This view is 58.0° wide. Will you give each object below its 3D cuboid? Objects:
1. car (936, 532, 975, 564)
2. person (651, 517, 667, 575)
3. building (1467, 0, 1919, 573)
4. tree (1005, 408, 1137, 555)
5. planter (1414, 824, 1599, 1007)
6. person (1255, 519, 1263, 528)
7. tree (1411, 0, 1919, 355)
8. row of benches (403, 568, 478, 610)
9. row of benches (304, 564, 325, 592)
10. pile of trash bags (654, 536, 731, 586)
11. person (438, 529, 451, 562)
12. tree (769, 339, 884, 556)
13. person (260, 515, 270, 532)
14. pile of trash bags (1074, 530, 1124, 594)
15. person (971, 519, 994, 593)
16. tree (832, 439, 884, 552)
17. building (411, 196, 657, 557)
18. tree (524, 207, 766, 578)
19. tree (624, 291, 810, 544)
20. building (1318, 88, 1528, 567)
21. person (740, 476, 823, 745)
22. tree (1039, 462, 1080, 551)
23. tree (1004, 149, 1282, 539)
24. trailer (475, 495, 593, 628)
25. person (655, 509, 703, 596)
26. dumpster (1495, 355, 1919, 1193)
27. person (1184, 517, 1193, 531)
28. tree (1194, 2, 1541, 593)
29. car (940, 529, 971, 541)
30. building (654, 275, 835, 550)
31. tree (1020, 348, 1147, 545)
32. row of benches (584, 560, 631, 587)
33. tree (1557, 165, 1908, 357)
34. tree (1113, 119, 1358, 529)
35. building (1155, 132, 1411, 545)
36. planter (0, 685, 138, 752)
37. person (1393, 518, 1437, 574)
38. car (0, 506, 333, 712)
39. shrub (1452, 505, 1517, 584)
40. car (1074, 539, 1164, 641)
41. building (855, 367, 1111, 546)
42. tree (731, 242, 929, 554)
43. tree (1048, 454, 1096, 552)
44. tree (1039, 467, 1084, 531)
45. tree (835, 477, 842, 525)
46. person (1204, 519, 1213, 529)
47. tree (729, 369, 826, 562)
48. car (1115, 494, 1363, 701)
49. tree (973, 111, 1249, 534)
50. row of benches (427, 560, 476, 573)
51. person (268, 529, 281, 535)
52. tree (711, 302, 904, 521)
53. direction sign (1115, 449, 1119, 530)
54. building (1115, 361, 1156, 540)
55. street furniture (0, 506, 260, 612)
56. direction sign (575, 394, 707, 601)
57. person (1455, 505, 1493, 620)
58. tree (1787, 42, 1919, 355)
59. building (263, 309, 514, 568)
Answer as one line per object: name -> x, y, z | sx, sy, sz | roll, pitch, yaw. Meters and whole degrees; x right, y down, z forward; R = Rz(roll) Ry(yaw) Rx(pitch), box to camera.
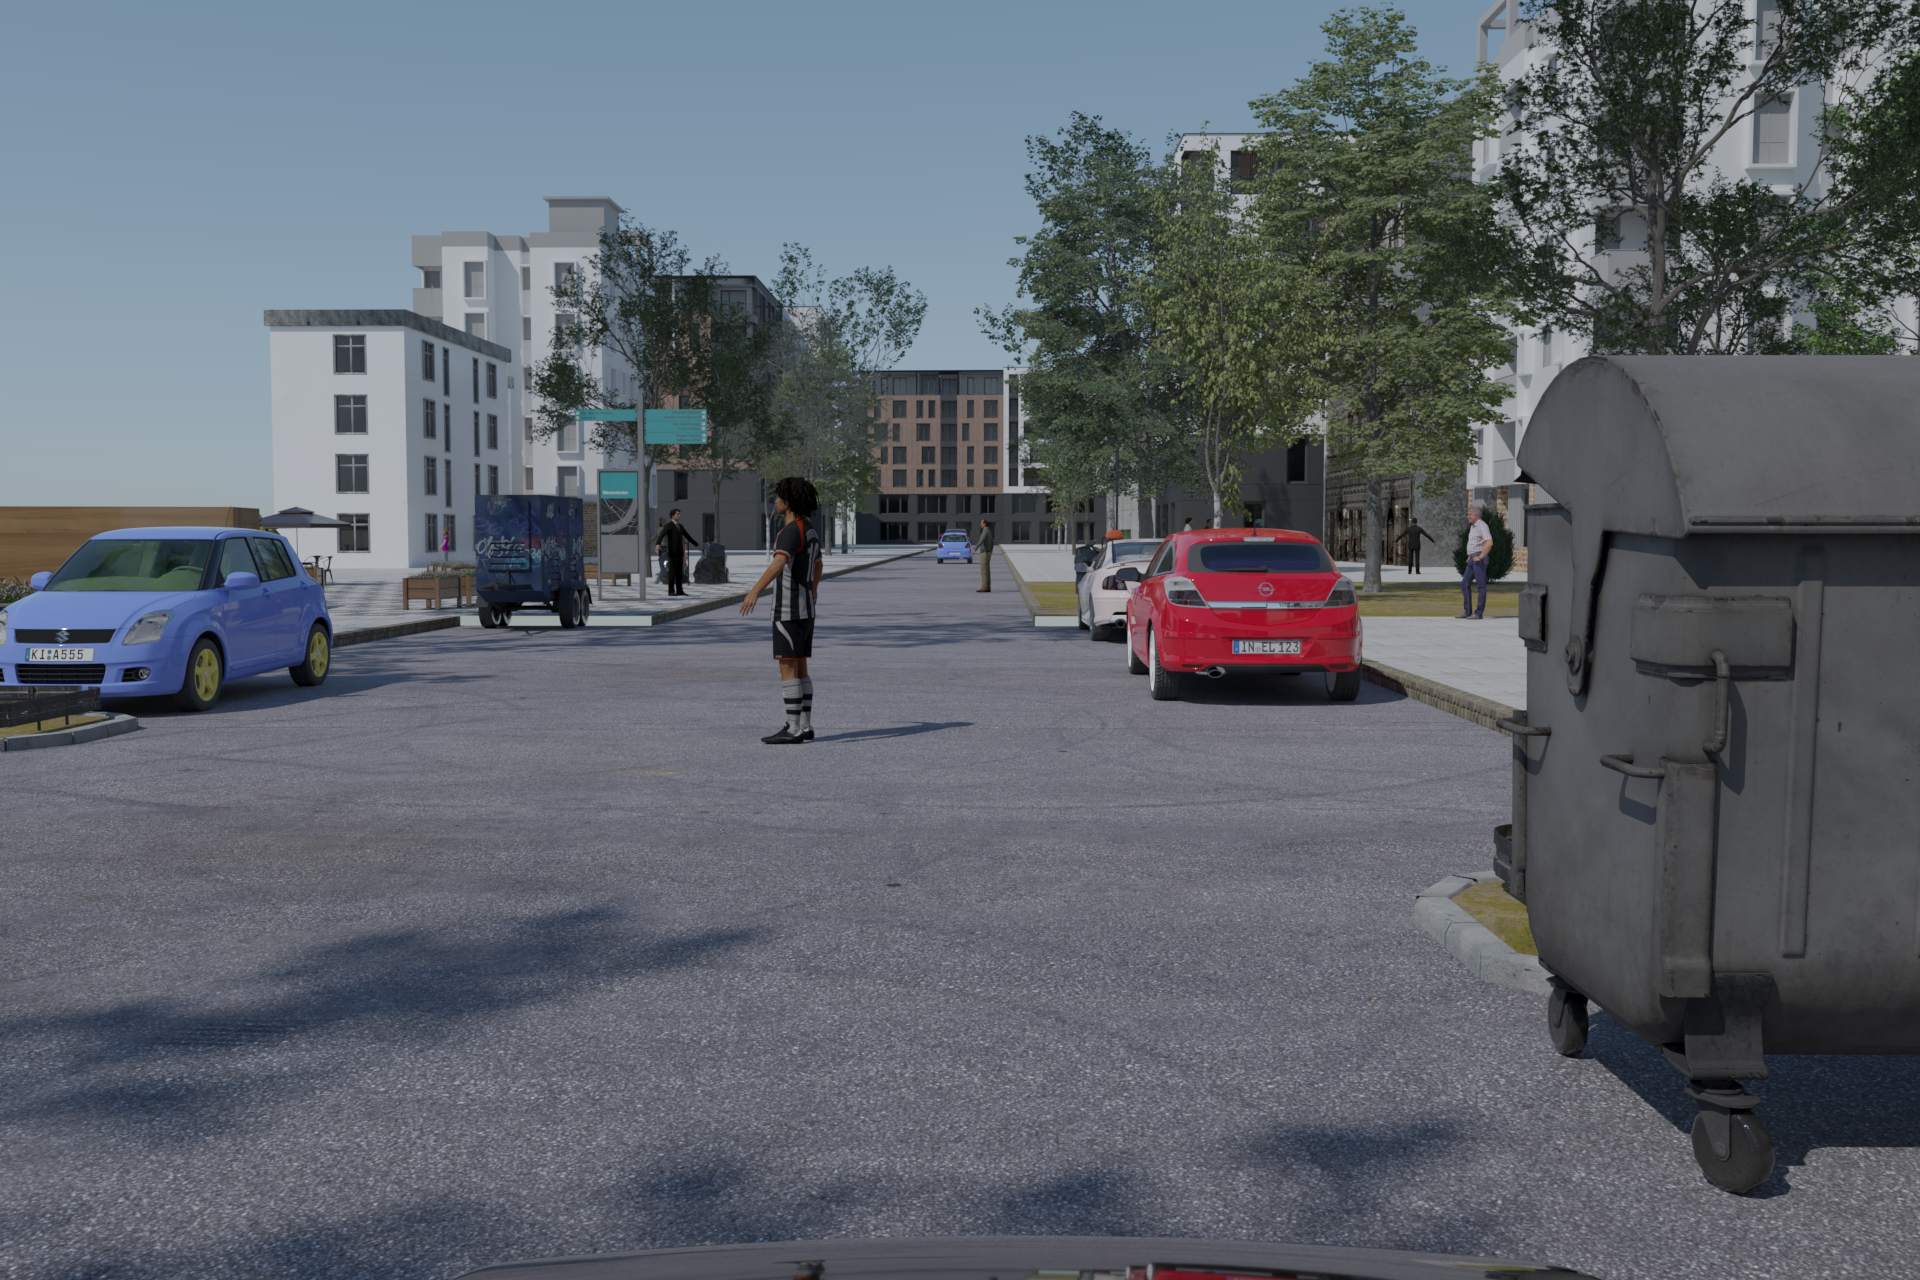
car -> -0.236, -4.579, 84.450 | 1.945, 1.707, 3.694 | 0, 4, 1
person -> -9.245, -2.913, 53.762 | 0.705, 1.813, 1.348 | -3, 5, -44
building -> 23.674, -12.540, 61.446 | 16.016, 20.090, 11.380 | 0, 4, 2
tree -> 7.007, -10.479, 105.742 | 8.767, 10.594, 7.601 | 0, 3, 0
planter -> 2.672, 0.925, 6.024 | 1.991, 0.319, 1.994 | 0, 4, 1
person -> 10.492, -3.336, 60.662 | 0.704, 1.817, 1.347 | -1, 4, -12
tree -> 9.393, -5.360, 22.041 | 7.601, 10.594, 8.767 | -1, 4, -23
row of benches -> -8.912, -0.950, 31.001 | 1.422, 0.672, 4.104 | 0, 4, 5
row of benches -> -16.056, -1.362, 37.733 | 4.104, 0.672, 1.422 | 0, 4, -7
pile of trash bags -> -6.963, -2.122, 44.448 | 1.912, 1.369, 3.447 | 0, 4, 1
person -> -15.345, -2.580, 51.444 | 0.599, 1.433, 0.991 | 0, 4, -5
tree -> -8.143, -11.212, 101.435 | 7.486, 12.596, 7.792 | 0, 3, 0
person -> -16.478, -2.086, 40.572 | 1.216, 1.772, 0.721 | -3, 5, -40
pile of trash bags -> 3.386, -1.672, 37.082 | 1.912, 1.369, 3.447 | 0, 4, 0
person -> 0.597, -2.067, 42.530 | 0.705, 1.796, 1.348 | 1, 4, 21
tree -> -7.755, -10.570, 123.178 | 4.360, 8.622, 3.978 | 0, 3, 0
building -> -24.664, -14.801, 98.422 | 16.016, 20.090, 11.380 | 0, 4, 1
tree -> -9.433, -7.103, 50.539 | 8.767, 10.594, 7.601 | 2, 4, 35
tree -> -9.447, -8.012, 65.413 | 8.767, 10.594, 7.601 | 2, 4, 34
building -> 26.875, -14.927, 74.982 | 19.493, 23.208, 18.063 | 0, 4, 1
person -> -1.169, -0.202, 11.911 | 0.704, 1.843, 1.345 | 1, 4, 14
tree -> 7.848, -11.197, 133.436 | 4.737, 8.622, 4.395 | 0, 3, 0
tree -> 6.003, -9.163, 56.475 | 9.857, 13.997, 8.962 | 0, 3, 0
trailer -> -6.541, -1.151, 25.865 | 1.471, 1.999, 3.904 | 0, 4, 1
person -> -5.855, -1.811, 35.803 | 0.705, 1.806, 1.347 | 2, 4, 34
dumpster -> 2.381, 0.244, 4.229 | 1.865, 1.857, 1.264 | 0, 4, 1
person -> 7.217, -2.951, 54.436 | 0.705, 1.806, 1.347 | 0, 4, 2
tree -> 8.958, -7.347, 38.243 | 7.486, 12.596, 7.792 | 0, 3, 0
car -> -0.307, -7.145, 125.501 | 2.281, 1.827, 5.304 | 0, 4, 1
building -> -26.396, -18.921, 153.340 | 27.936, 21.610, 32.646 | 0, 4, 1
tree -> 6.954, -10.404, 95.860 | 9.928, 11.665, 9.643 | 0, 3, 0
row of benches -> -10.040, -1.710, 43.416 | 4.104, 0.672, 1.422 | 2, 4, 30
tree -> 19.620, -6.659, 43.294 | 8.767, 10.594, 7.601 | 0, 4, -1
tree -> 4.977, -4.976, 31.724 | 4.737, 8.622, 4.395 | 0, 3, 0
building -> 25.566, -15.946, 104.696 | 27.936, 21.610, 32.646 | 0, 4, 1
planter -> -7.015, 0.547, 12.204 | 1.991, 0.319, 1.994 | 0, 4, 1
person -> 14.465, -2.990, 55.115 | 1.346, 1.802, 0.704 | 2, 4, 23
car -> -6.901, -0.337, 15.100 | 1.945, 1.707, 3.694 | 0, 4, 1
shrub -> 13.537, -2.486, 44.687 | 1.661, 2.075, 1.752 | 0, 3, 0
car -> 2.682, -0.744, 24.521 | 2.083, 1.381, 4.827 | 0, 4, 1
building -> 3.785, -23.105, 224.192 | 32.646, 21.610, 27.936 | 0, 4, 3
tree -> -8.755, -15.761, 113.583 | 12.611, 20.169, 13.585 | 0, 3, 0
tree -> 7.568, -10.791, 126.788 | 4.360, 8.622, 3.978 | 0, 3, 0
tree -> 7.759, -10.437, 121.013 | 4.737, 8.622, 4.395 | 0, 3, 0
tree -> -19.147, -19.399, 223.836 | 9.857, 13.997, 8.962 | 0, 3, 0
person -> 8.764, -3.340, 60.741 | 0.704, 1.812, 1.346 | 3, 5, 40
tree -> -8.896, -7.816, 78.160 | 4.360, 8.622, 3.978 | 0, 3, 0
car -> 2.577, -0.450, 16.396 | 2.155, 1.783, 4.494 | 0, 4, 1
tree -> 6.969, -13.486, 76.382 | 12.611, 20.169, 13.585 | 0, 3, 0
row of benches -> -11.634, -1.485, 39.740 | 1.422, 0.672, 4.104 | -2, 4, -24
person -> -22.911, -3.149, 57.258 | 0.705, 1.858, 1.354 | 3, 5, 40
tree -> -8.073, -11.077, 91.482 | 12.009, 13.543, 11.850 | 0, 3, 0
direction sign -> 4.197, -3.323, 46.334 | 0.379, 3.537, 0.876 | 0, 4, 2
building -> 25.482, -19.449, 184.455 | 16.747, 18.905, 31.486 | 0, 4, 1
street furniture -> -15.992, -1.343, 28.811 | 9.812, 1.723, 11.010 | -1, 4, -10
direction sign -> -6.068, -2.747, 33.673 | 2.525, 3.948, 1.411 | 0, 4, 2
person -> 7.710, -1.163, 26.000 | 0.436, 1.711, 0.756 | 0, 4, 5
tree -> 20.107, -6.602, 33.702 | 9.928, 11.665, 9.643 | 0, 3, 0
building -> -24.928, -8.365, 78.917 | 9.099, 9.664, 28.070 | 0, 4, 1
